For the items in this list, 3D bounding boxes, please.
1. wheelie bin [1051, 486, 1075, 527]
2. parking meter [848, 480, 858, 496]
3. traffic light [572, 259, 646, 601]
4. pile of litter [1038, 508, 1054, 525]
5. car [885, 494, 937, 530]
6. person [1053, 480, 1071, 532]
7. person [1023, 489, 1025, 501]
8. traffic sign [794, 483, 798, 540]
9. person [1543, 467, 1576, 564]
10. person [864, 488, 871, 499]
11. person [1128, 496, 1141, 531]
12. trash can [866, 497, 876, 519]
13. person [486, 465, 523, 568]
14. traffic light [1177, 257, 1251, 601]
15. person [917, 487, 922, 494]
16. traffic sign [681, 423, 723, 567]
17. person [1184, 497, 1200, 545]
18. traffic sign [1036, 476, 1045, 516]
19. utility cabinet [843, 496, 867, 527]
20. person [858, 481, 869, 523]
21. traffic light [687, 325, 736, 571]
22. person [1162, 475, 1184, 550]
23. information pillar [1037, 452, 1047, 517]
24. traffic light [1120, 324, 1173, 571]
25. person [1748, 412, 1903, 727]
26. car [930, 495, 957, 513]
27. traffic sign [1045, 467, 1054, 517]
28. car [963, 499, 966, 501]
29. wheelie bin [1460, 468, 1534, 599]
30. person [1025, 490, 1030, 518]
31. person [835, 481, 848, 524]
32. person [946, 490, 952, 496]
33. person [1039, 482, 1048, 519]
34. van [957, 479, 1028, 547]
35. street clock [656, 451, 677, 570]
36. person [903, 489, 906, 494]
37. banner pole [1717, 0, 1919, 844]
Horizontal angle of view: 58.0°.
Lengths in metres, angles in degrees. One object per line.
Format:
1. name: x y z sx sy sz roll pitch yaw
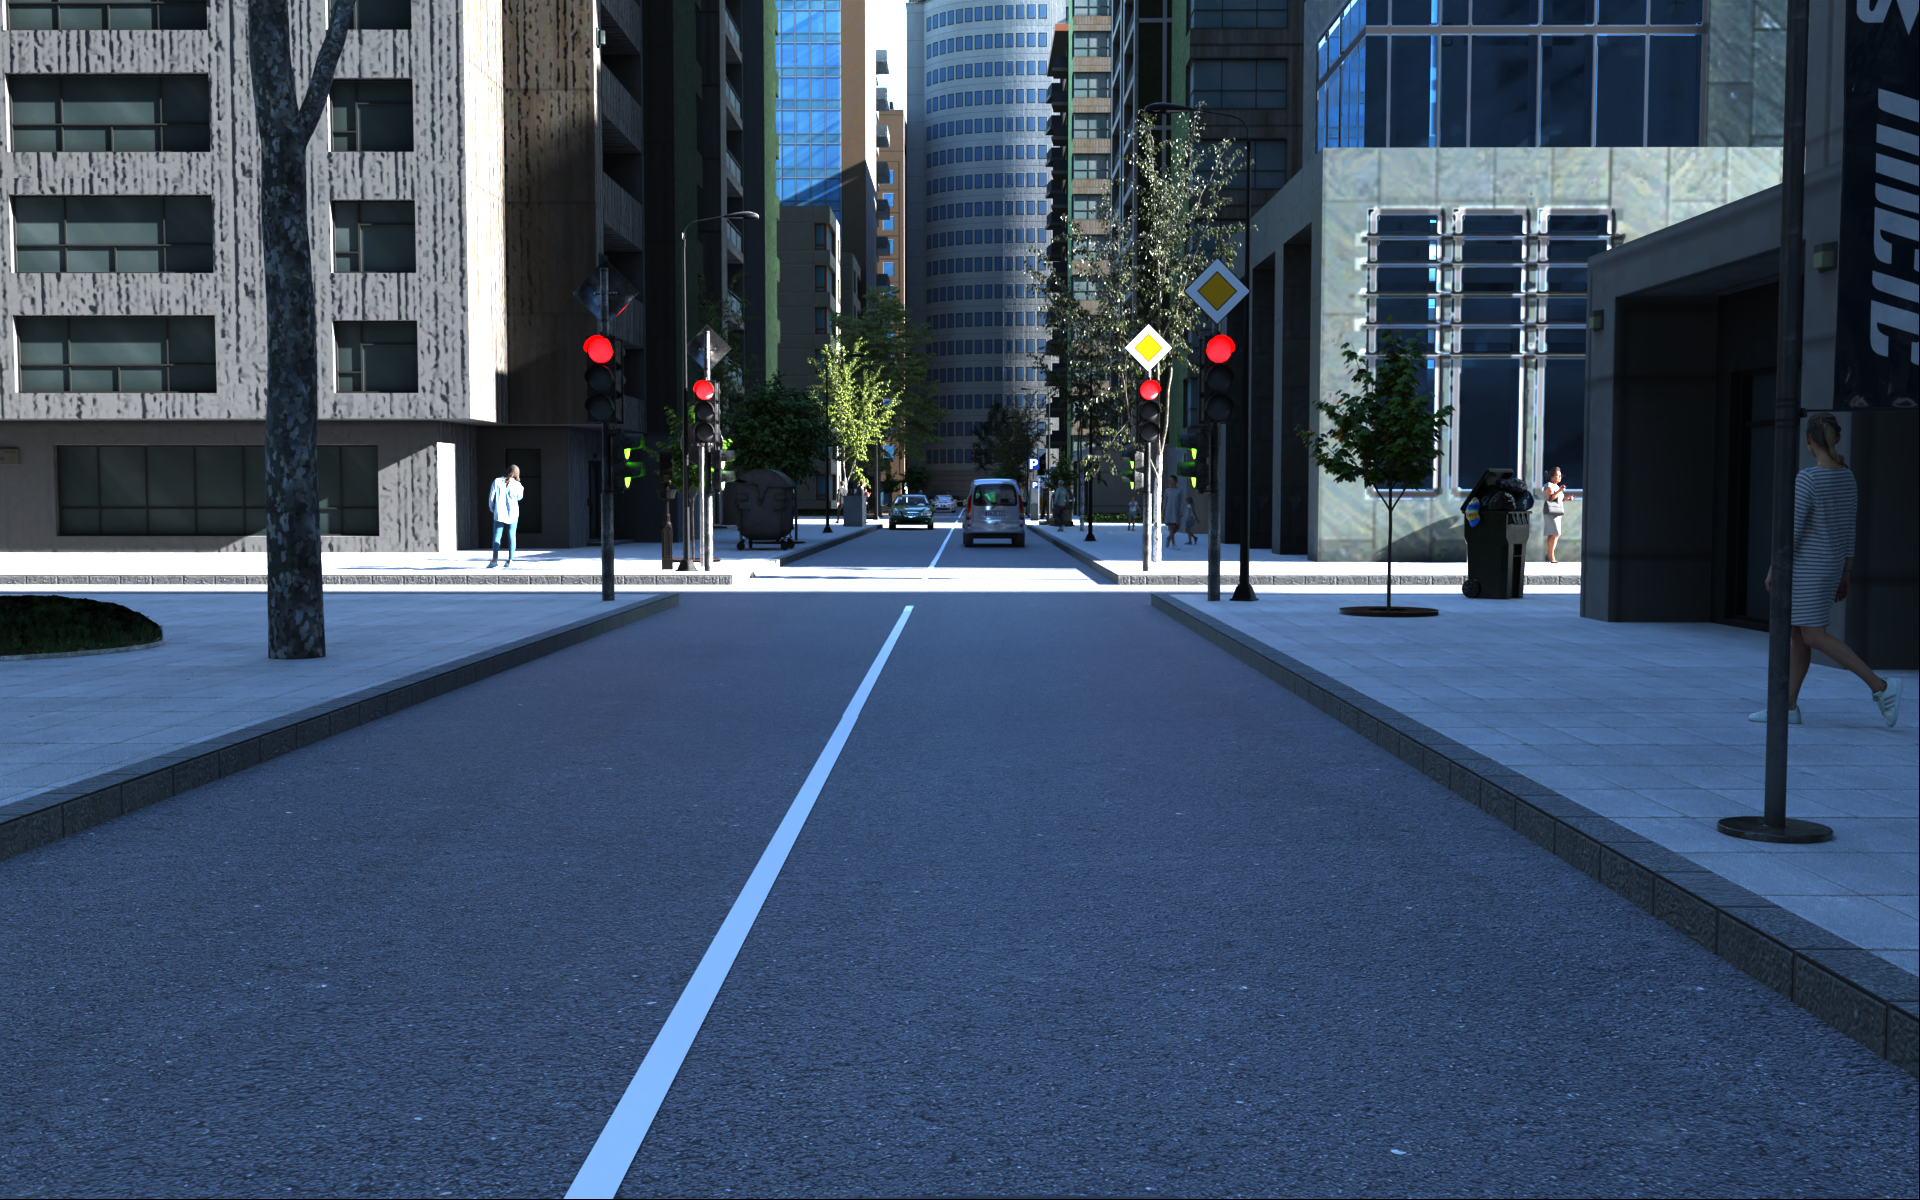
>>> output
1. wheelie bin: 4.038 -3.697 68.357 0.980 1.594 0.693 -2 4 -28
2. parking meter: -4.476 -4.073 72.308 0.255 1.863 0.399 2 4 31
3. traffic light: -4.224 -1.948 20.769 0.839 4.253 0.868 0 4 0
4. pile of litter: 3.817 -3.543 71.889 1.176 0.858 1.719 0 4 1
5. car: -1.995 -3.632 71.177 2.131 1.459 4.920 0 4 -1
6. person: 3.527 -3.236 59.435 0.515 1.767 0.782 3 5 40
7. person: 6.224 -9.690 165.140 0.621 1.740 0.551 1 4 14
8. traffic sign: -4.554 -2.933 48.067 0.768 2.556 0.104 1 4 9
9. person: 11.025 -1.566 32.008 0.532 1.782 0.716 3 4 36
10. person: -6.047 -6.374 111.725 0.593 1.643 0.415 -3 5 -41
11. person: 6.051 -3.001 60.131 0.505 1.210 0.382 1 4 18
12. trash can: -4.563 -4.655 87.760 0.748 1.137 0.748 0 3 0
13. person: -7.935 -1.460 30.176 0.793 1.790 0.793 3 4 37
14. traffic light: 3.037 -1.946 20.735 0.839 4.253 0.868 0 4 0
15. person: -3.489 -8.583 146.248 0.599 1.838 0.709 1 4 19
16. traffic sign: -4.539 -1.855 30.442 0.768 2.556 0.104 0 4 7
17. person: 5.872 -2.012 43.954 0.382 1.210 0.505 1 4 19
18. traffic sign: 4.454 -5.685 95.072 0.606 2.300 0.079 0 4 6
19. utility cabinet: -4.155 -3.507 68.493 1.020 1.237 0.306 3 5 40
20. person: -4.187 -4.156 73.763 0.755 1.850 0.659 -2 4 -24
21. traffic light: -4.169 -2.436 28.754 0.839 4.253 0.868 0 4 0
22. person: 4.930 -2.051 40.332 0.466 1.731 0.760 -1 4 -23
23. information pillar: 4.558 -6.428 96.451 0.504 3.616 0.183 -1 4 -9
24. traffic light: 3.092 -2.434 28.720 0.839 4.253 0.868 0 4 0
25. person: 4.783 -0.168 9.546 0.760 1.731 0.466 2 4 28
26. car: -1.275 -7.474 134.562 2.083 1.381 4.827 0 4 1
27. traffic sign: 4.319 -4.904 80.292 0.768 2.556 0.104 0 4 3
28. car: 1.178 -6.265 111.236 1.959 1.807 4.718 0 4 0
29. wheelie bin: 6.649 -0.823 21.368 0.980 1.594 0.693 -3 5 -44
30. person: 3.859 -5.338 93.413 0.635 1.810 0.391 2 4 31
31. person: -5.140 -4.230 74.974 0.659 1.850 0.755 -2 4 -31
32. person: -1.104 -8.742 151.963 0.750 1.759 0.617 -3 5 -43
33. person: 4.285 -5.027 87.589 0.474 1.900 0.648 -2 4 -25
34. van: 0.916 -2.519 48.198 2.013 2.044 4.112 0 4 -1
35. street clock: -4.976 -1.518 29.392 0.358 2.002 0.471 -1 4 -9
36. person: -5.182 -9.736 166.011 0.721 1.735 1.217 -1 4 -19
37. banner pole: 3.307 -1.002 6.399 0.863 3.779 0.401 1 4 9
